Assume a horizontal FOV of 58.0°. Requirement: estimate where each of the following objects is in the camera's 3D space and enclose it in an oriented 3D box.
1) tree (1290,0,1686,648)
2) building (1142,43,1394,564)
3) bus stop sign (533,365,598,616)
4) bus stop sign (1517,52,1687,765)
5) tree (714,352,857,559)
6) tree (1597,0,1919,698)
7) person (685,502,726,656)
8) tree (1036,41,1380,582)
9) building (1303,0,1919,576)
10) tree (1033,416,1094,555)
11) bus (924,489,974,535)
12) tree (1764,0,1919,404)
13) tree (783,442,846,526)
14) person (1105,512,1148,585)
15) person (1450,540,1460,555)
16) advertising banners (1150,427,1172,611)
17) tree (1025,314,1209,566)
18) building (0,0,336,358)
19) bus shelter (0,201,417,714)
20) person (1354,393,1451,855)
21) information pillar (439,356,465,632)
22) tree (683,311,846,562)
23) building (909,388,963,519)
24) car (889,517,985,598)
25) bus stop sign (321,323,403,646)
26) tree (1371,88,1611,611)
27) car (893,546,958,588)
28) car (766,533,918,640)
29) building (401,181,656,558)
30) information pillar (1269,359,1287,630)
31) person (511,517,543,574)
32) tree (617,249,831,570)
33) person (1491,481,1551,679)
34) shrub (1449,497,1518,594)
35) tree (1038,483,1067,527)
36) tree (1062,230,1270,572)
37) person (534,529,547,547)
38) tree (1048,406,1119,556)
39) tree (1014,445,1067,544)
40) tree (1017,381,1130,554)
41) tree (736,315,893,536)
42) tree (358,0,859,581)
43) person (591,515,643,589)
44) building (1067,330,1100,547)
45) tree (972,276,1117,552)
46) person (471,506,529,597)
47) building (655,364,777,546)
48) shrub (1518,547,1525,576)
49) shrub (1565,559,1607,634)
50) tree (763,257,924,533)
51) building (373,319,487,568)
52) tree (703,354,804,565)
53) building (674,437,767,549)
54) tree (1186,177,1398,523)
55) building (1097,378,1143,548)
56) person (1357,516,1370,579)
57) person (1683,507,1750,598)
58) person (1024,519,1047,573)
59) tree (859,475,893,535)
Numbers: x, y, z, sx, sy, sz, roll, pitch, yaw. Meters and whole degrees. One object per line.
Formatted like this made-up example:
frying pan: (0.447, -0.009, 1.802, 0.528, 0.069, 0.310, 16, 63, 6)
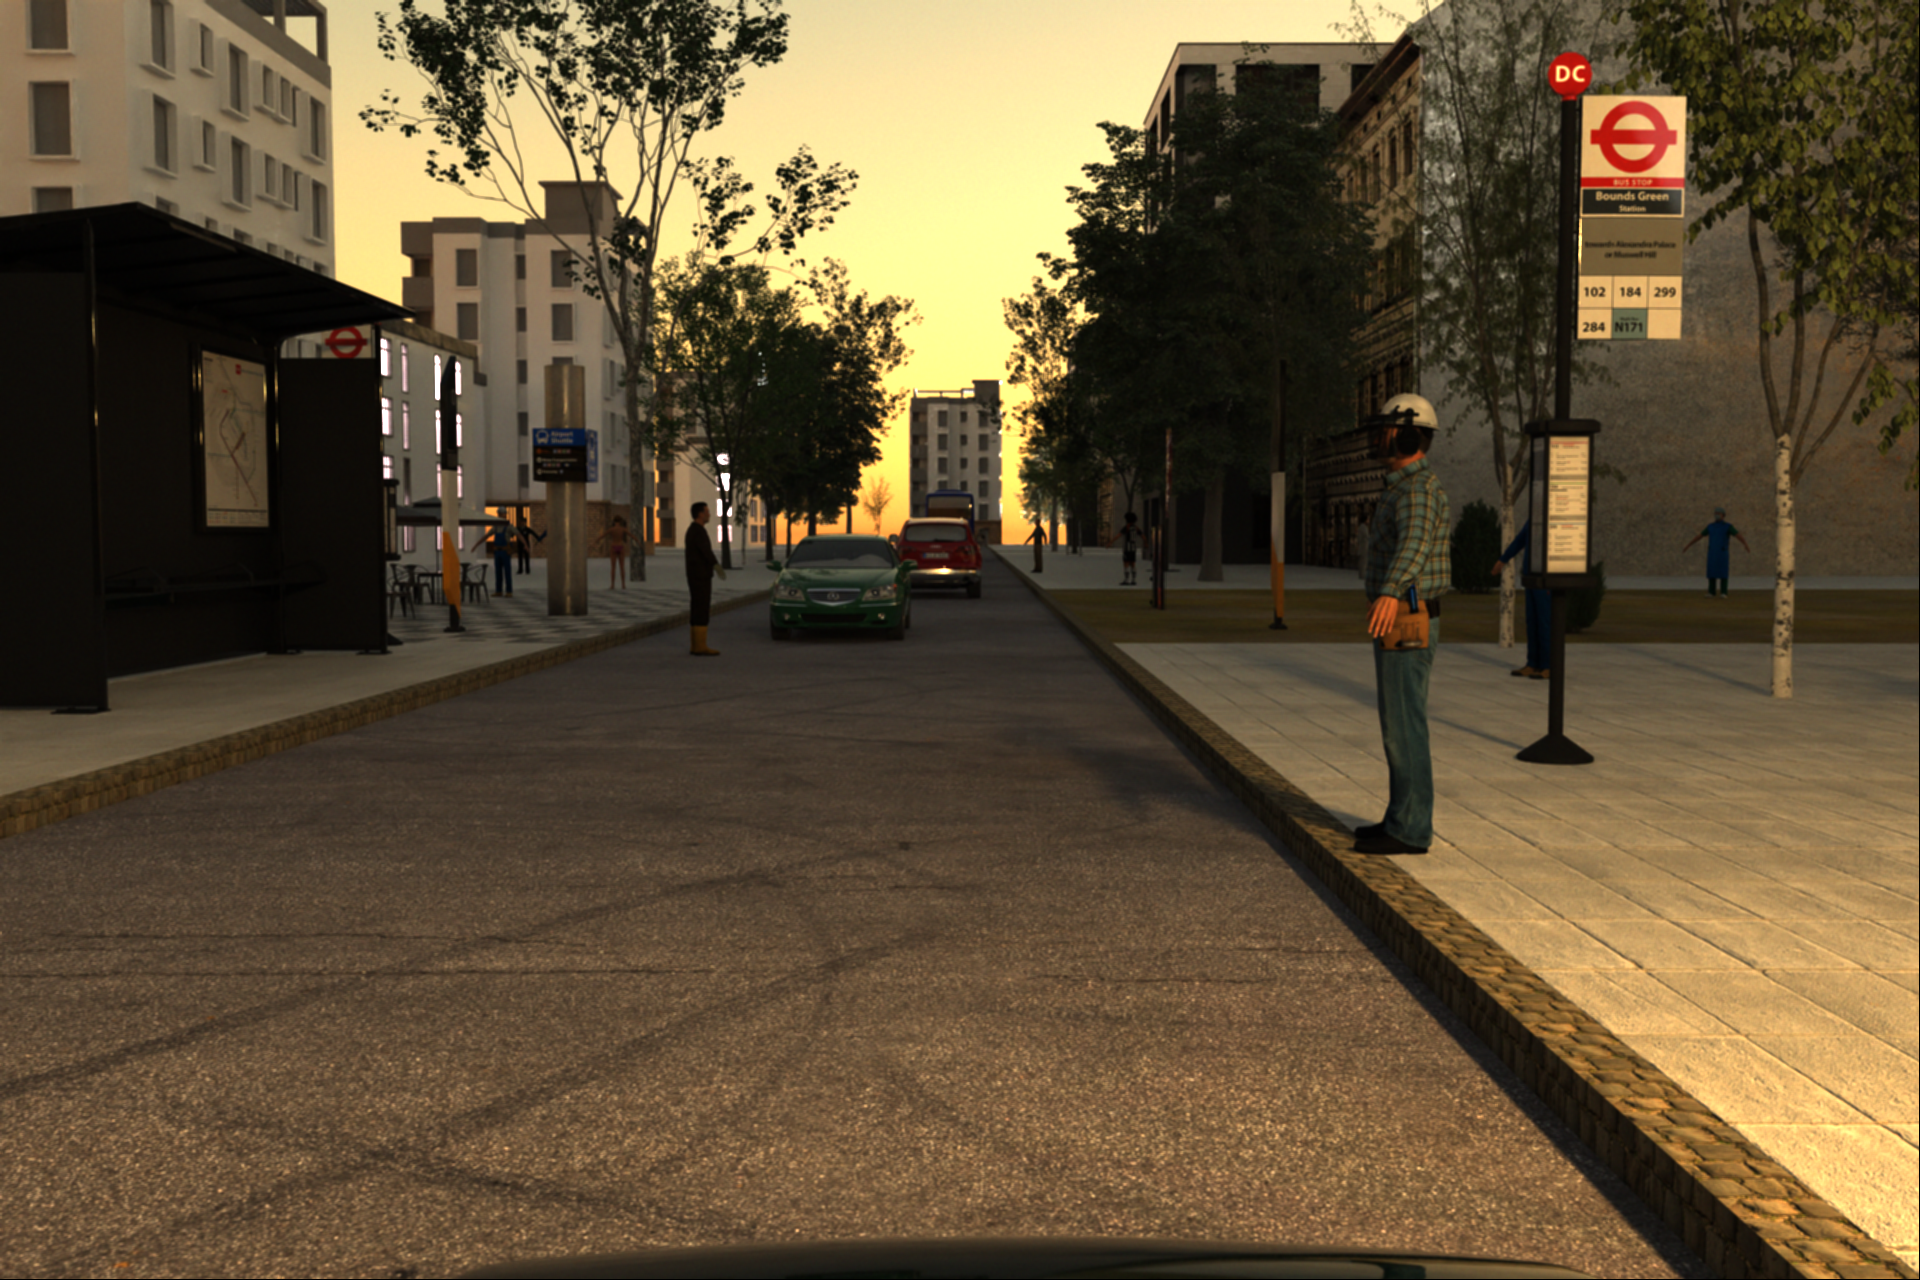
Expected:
tree: (6.380, -4.230, 19.516, 4.360, 8.622, 3.978, 0, 3, 0)
building: (23.062, -14.969, 88.719, 27.936, 21.610, 32.646, 0, 4, 0)
bus stop sign: (-6.200, -2.340, 27.270, 0.837, 3.901, 0.837, 0, 4, 0)
bus stop sign: (3.597, -1.285, 9.707, 0.855, 3.939, 0.416, 0, 4, 1)
tree: (-9.022, -9.484, 89.469, 8.767, 10.594, 7.601, 1, 4, 13)
tree: (6.508, -3.839, 13.133, 4.737, 8.622, 4.395, 0, 3, 0)
person: (-3.050, -0.730, 20.531, 0.704, 1.812, 1.346, -1, 4, -22)
tree: (6.839, -8.572, 46.805, 9.857, 13.997, 8.962, 0, 3, 0)
building: (23.198, -14.072, 61.014, 19.493, 23.208, 18.063, 0, 4, 1)
tree: (6.564, -9.540, 106.335, 4.737, 8.622, 4.395, 0, 3, 0)
bus: (-0.597, -6.314, 94.785, 2.896, 3.916, 12.251, 0, 4, -1)
tree: (19.470, -7.293, 29.609, 12.009, 13.543, 11.850, 0, 3, 0)
tree: (-17.954, -18.654, 211.651, 9.857, 13.997, 8.962, 0, 3, 0)
person: (4.235, -2.279, 43.404, 1.345, 1.843, 0.704, -2, 4, -34)
person: (8.823, -1.655, 32.822, 0.705, 1.858, 1.354, -3, 5, -42)
advertising banners: (3.418, -2.034, 29.437, 0.090, 3.025, 2.074, 0, 4, -2)
tree: (6.598, -8.216, 68.744, 8.767, 10.594, 7.601, 1, 4, 12)
building: (-27.491, -11.787, 49.137, 16.016, 20.090, 11.380, 0, 4, 1)
bus shelter: (-6.643, -1.475, 15.397, 1.731, 3.624, 6.357, 0, 4, 0)
person: (1.779, -0.075, 7.060, 0.704, 1.849, 1.345, 1, 4, 13)
information pillar: (-6.653, -1.912, 22.609, 0.183, 3.616, 0.504, 0, 4, 0)
tree: (-8.897, -9.435, 80.023, 9.928, 11.665, 9.643, 0, 3, 0)
building: (-5.999, -21.891, 216.792, 11.380, 20.090, 16.016, 0, 4, 3)
car: (-0.542, -1.934, 40.294, 2.281, 1.827, 5.304, 0, 4, 0)
bus stop sign: (-6.884, -1.909, 19.920, 0.855, 3.939, 0.416, 0, 4, 0)
tree: (9.253, -4.801, 28.856, 4.360, 8.622, 3.978, 0, 3, 0)
car: (-0.918, -2.326, 47.075, 2.155, 1.783, 4.494, 0, 3, 0)
car: (-1.655, -0.803, 24.931, 2.131, 1.459, 4.920, 0, 3, 0)
building: (-23.886, -14.546, 94.244, 16.016, 20.090, 11.380, 0, 3, 0)
information pillar: (4.305, -1.961, 23.415, 0.183, 3.616, 0.504, 0, 4, -1)
person: (-14.022, -3.038, 55.598, 1.347, 1.837, 0.705, 0, 4, 3)
tree: (-8.514, -8.384, 62.827, 9.928, 11.665, 9.643, 0, 3, 0)
person: (5.166, -0.586, 15.461, 0.705, 1.842, 1.347, -1, 4, -10)
shrub: (11.097, -2.026, 37.174, 1.661, 2.075, 1.752, 0, 3, 0)
tree: (12.124, -15.929, 210.798, 4.360, 8.622, 3.978, 0, 3, 0)
tree: (7.049, -8.150, 59.004, 9.928, 11.665, 9.643, 0, 3, 0)
person: (-12.255, -2.854, 52.630, 1.349, 1.833, 0.705, -1, 4, -11)
tree: (6.933, -9.085, 98.907, 4.737, 8.622, 4.395, 0, 3, 0)
tree: (11.599, -19.053, 218.167, 9.857, 13.997, 8.962, 0, 3, 0)
tree: (7.579, -11.453, 113.013, 9.928, 11.665, 9.643, 0, 3, 0)
tree: (-8.836, -11.949, 102.023, 9.857, 13.997, 8.962, 0, 3, 0)
tree: (-8.877, -11.578, 45.181, 12.611, 20.169, 13.585, 0, 3, 0)
person: (-8.031, -2.066, 40.584, 1.217, 1.733, 0.721, -1, 4, -17)
building: (25.523, -21.168, 190.078, 27.936, 21.610, 32.646, 0, 4, 0)
tree: (7.260, -16.504, 125.736, 12.611, 20.169, 13.585, 0, 3, 0)
person: (-9.333, -1.801, 35.302, 1.347, 1.847, 0.705, 1, 4, 19)
building: (-25.526, -19.795, 180.059, 16.016, 20.090, 11.380, 0, 4, 1)
shrub: (13.132, -2.065, 38.181, 1.690, 2.028, 1.600, 0, 3, 0)
shrub: (7.883, -0.693, 22.446, 1.383, 1.207, 1.383, 0, 3, 0)
tree: (-9.009, -16.235, 121.334, 12.611, 20.169, 13.585, 0, 3, 0)
building: (-26.044, -8.272, 77.401, 9.099, 9.664, 28.070, 0, 4, 1)
tree: (-8.805, -7.436, 71.949, 4.737, 8.622, 4.395, 0, 3, 0)
building: (-22.474, -13.521, 163.213, 9.099, 9.664, 28.070, 0, 4, 1)
tree: (6.517, -5.279, 36.668, 4.360, 8.622, 3.978, 0, 3, 0)
building: (23.049, -20.367, 163.921, 19.493, 23.208, 18.063, 0, 4, 1)
person: (11.484, -2.627, 49.139, 0.705, 1.806, 1.347, 0, 4, -4)
person: (15.228, -1.754, 34.805, 0.704, 1.817, 1.347, -3, 5, -42)
person: (2.579, -3.152, 57.810, 0.705, 1.796, 1.348, -2, 4, -29)
tree: (-9.675, -15.978, 211.598, 4.360, 8.622, 3.978, 0, 3, 0)
